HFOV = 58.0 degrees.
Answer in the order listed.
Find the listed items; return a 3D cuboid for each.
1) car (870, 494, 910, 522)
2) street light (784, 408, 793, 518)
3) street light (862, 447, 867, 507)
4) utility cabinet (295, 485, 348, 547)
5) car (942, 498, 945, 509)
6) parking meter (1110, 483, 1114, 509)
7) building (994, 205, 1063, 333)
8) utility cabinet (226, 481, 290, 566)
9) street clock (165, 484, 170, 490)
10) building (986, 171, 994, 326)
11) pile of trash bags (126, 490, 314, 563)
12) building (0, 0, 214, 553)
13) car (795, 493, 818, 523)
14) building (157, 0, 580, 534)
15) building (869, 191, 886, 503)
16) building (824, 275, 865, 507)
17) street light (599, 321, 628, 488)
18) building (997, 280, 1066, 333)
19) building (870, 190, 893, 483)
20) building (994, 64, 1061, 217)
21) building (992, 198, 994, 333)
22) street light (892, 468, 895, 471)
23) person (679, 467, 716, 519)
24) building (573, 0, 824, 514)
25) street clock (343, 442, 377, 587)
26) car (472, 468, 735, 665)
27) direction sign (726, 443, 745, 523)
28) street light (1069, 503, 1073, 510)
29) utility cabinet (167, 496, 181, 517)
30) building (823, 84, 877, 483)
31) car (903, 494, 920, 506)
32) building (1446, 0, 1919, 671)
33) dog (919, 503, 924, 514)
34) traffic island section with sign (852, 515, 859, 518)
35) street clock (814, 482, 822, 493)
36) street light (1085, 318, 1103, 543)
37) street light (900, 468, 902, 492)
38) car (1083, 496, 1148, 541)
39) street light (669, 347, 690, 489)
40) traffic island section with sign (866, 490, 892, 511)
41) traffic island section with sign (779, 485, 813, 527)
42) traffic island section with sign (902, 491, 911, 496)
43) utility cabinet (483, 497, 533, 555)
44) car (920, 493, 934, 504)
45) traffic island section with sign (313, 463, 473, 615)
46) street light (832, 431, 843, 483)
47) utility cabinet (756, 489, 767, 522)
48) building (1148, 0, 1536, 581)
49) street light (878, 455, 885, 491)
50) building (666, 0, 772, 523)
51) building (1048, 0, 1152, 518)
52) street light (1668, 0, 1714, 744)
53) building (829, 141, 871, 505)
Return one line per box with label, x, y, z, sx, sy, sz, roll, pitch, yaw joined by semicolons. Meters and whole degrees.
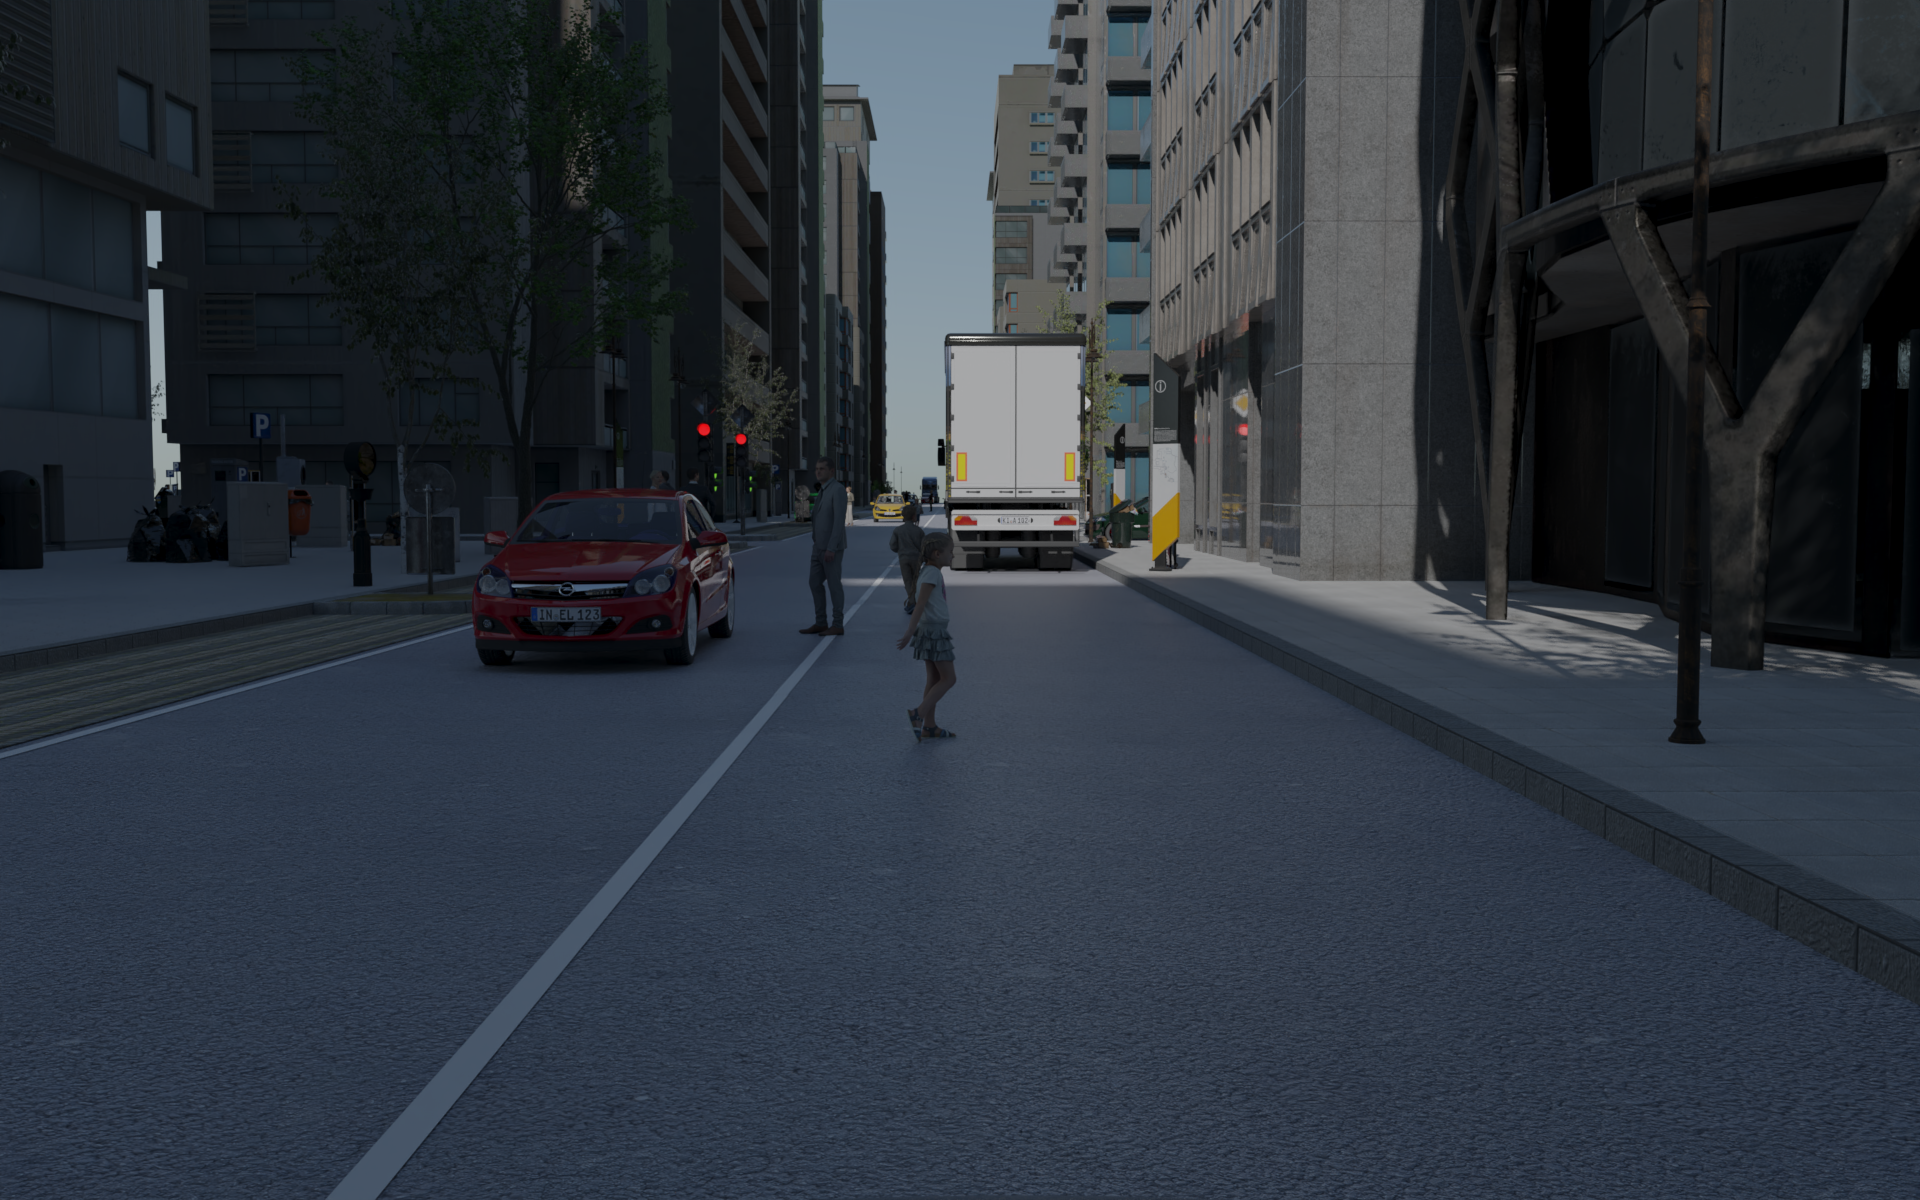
car;-3.568;-4.798;88.678;2.015;1.641;3.980;0;4;-1
street light;-9.006;-7.223;90.881;0.468;5.910;1.993;0;4;0
street light;-9.273;-11.879;167.017;0.468;5.910;1.993;0;4;0
utility cabinet;-15.393;-2.024;41.766;1.173;1.500;0.318;1;4;10
car;-0.689;-9.519;165.423;2.009;1.686;4.222;0;3;0
parking meter;7.087;-4.504;79.357;0.399;1.863;0.255;-1;4;-18
building;10.395;-24.689;175.363;14.160;30.474;14.107;0;4;0
utility cabinet;-12.496;-1.358;30.878;0.318;1.500;1.173;1;4;21
street clock;-58.055;-7.486;126.965;0.358;2.002;0.471;0;4;6
building;18.781;-41.879;273.961;28.713;52.752;27.495;0;4;0
pile of trash bags;-14.190;-1.461;33.640;1.912;1.369;3.447;3;4;39
building;-32.333;-26.997;30.642;27.495;52.752;28.713;0;4;0
car;-6.600;-4.367;80.194;1.959;1.807;4.718;0;4;1
building;-18.247;-23.050;60.463;14.154;41.232;14.086;0;4;0
building;-17.847;-36.637;249.129;14.600;45.320;14.200;0;4;0
building;-24.178;-20.120;173.996;27.650;21.520;28.899;0;4;0
street light;-8.814;-4.366;44.177;0.468;5.910;1.993;0;4;0
building;17.491;-18.909;154.203;27.650;21.520;28.899;0;4;0
building;-22.794;-39.858;271.281;23.786;49.044;30.456;0;4;0
building;14.638;-34.798;192.650;21.300;48.544;21.600;0;4;0
building;15.822;-38.211;244.352;23.786;49.044;30.456;0;4;0
street light;-9.558;-17.013;250.949;0.468;5.910;1.993;0;4;0
person;-4.601;-1.378;30.389;0.648;1.900;0.474;-1;4;-14
building;-16.397;-26.288;113.399;14.154;41.232;14.086;0;4;0
street clock;-8.301;-1.189;24.016;0.358;2.002;0.471;1;4;13
car;-3.145;-0.416;15.845;2.155;1.783;4.494;0;4;-1
direction sign;-9.877;-5.167;76.484;0.876;3.537;0.379;-1;4;-21
street light;3.566;-5.063;55.569;0.468;5.910;1.993;0;4;0
utility cabinet;-33.519;-3.876;74.535;1.020;1.237;0.306;-1;4;-10
building;-25.666;-39.037;227.492;28.713;52.752;27.495;0;4;0
car;-4.526;-8.895;155.215;2.009;1.686;4.222;0;4;1
building;13.487;-9.100;16.245;16.820;18.784;16.811;0;4;0
dog;-2.656;-6.523;123.479;0.800;0.831;0.513;-3;5;-40
traffic island section with sign;-7.008;-5.780;103.125;1.989;1.847;2.006;0;4;0
street clock;-8.674;-6.186;105.705;0.471;2.002;0.358;-2;4;-30
street light;3.465;-4.455;45.624;0.468;5.910;1.993;0;4;0
street light;-9.745;-19.251;287.538;0.468;5.910;1.993;0;4;0
car;5.681;-2.470;50.172;4.222;1.686;2.009;0;4;-1
street light;-8.829;-5.002;54.570;0.468;5.910;1.993;0;4;0
traffic island section with sign;-7.213;-8.749;151.673;1.989;1.847;2.006;0;4;0
traffic island section with sign;-6.894;-4.131;76.170;1.989;1.847;2.006;0;4;0
traffic island section with sign;-7.691;-15.573;263.250;1.989;1.847;2.006;0;4;0
utility cabinet;-9.663;-1.586;37.095;1.020;1.237;0.306;-3;5;-44
car;-4.603;-14.315;243.087;2.155;1.783;4.494;0;4;0
traffic island section with sign;-6.658;-0.779;21.363;1.989;1.847;2.006;0;4;0
street light;-9.123;-9.659;130.705;0.468;5.910;1.993;0;4;0
utility cabinet;-9.006;-4.286;78.752;0.318;1.500;1.173;-1;4;-16
building;10.978;-13.254;34.728;12.078;24.808;19.932;0;4;0
street light;-9.530;-14.792;214.637;0.468;5.910;1.993;0;4;0
building;-21.223;-28.276;86.022;21.300;48.544;21.600;0;4;0
building;16.410;-29.150;96.212;23.786;49.044;30.456;0;4;0
street light;3.761;-2.201;8.781;0.468;5.910;1.993;0;4;0
building;-17.505;-31.271;194.875;14.154;41.232;14.086;0;4;0
